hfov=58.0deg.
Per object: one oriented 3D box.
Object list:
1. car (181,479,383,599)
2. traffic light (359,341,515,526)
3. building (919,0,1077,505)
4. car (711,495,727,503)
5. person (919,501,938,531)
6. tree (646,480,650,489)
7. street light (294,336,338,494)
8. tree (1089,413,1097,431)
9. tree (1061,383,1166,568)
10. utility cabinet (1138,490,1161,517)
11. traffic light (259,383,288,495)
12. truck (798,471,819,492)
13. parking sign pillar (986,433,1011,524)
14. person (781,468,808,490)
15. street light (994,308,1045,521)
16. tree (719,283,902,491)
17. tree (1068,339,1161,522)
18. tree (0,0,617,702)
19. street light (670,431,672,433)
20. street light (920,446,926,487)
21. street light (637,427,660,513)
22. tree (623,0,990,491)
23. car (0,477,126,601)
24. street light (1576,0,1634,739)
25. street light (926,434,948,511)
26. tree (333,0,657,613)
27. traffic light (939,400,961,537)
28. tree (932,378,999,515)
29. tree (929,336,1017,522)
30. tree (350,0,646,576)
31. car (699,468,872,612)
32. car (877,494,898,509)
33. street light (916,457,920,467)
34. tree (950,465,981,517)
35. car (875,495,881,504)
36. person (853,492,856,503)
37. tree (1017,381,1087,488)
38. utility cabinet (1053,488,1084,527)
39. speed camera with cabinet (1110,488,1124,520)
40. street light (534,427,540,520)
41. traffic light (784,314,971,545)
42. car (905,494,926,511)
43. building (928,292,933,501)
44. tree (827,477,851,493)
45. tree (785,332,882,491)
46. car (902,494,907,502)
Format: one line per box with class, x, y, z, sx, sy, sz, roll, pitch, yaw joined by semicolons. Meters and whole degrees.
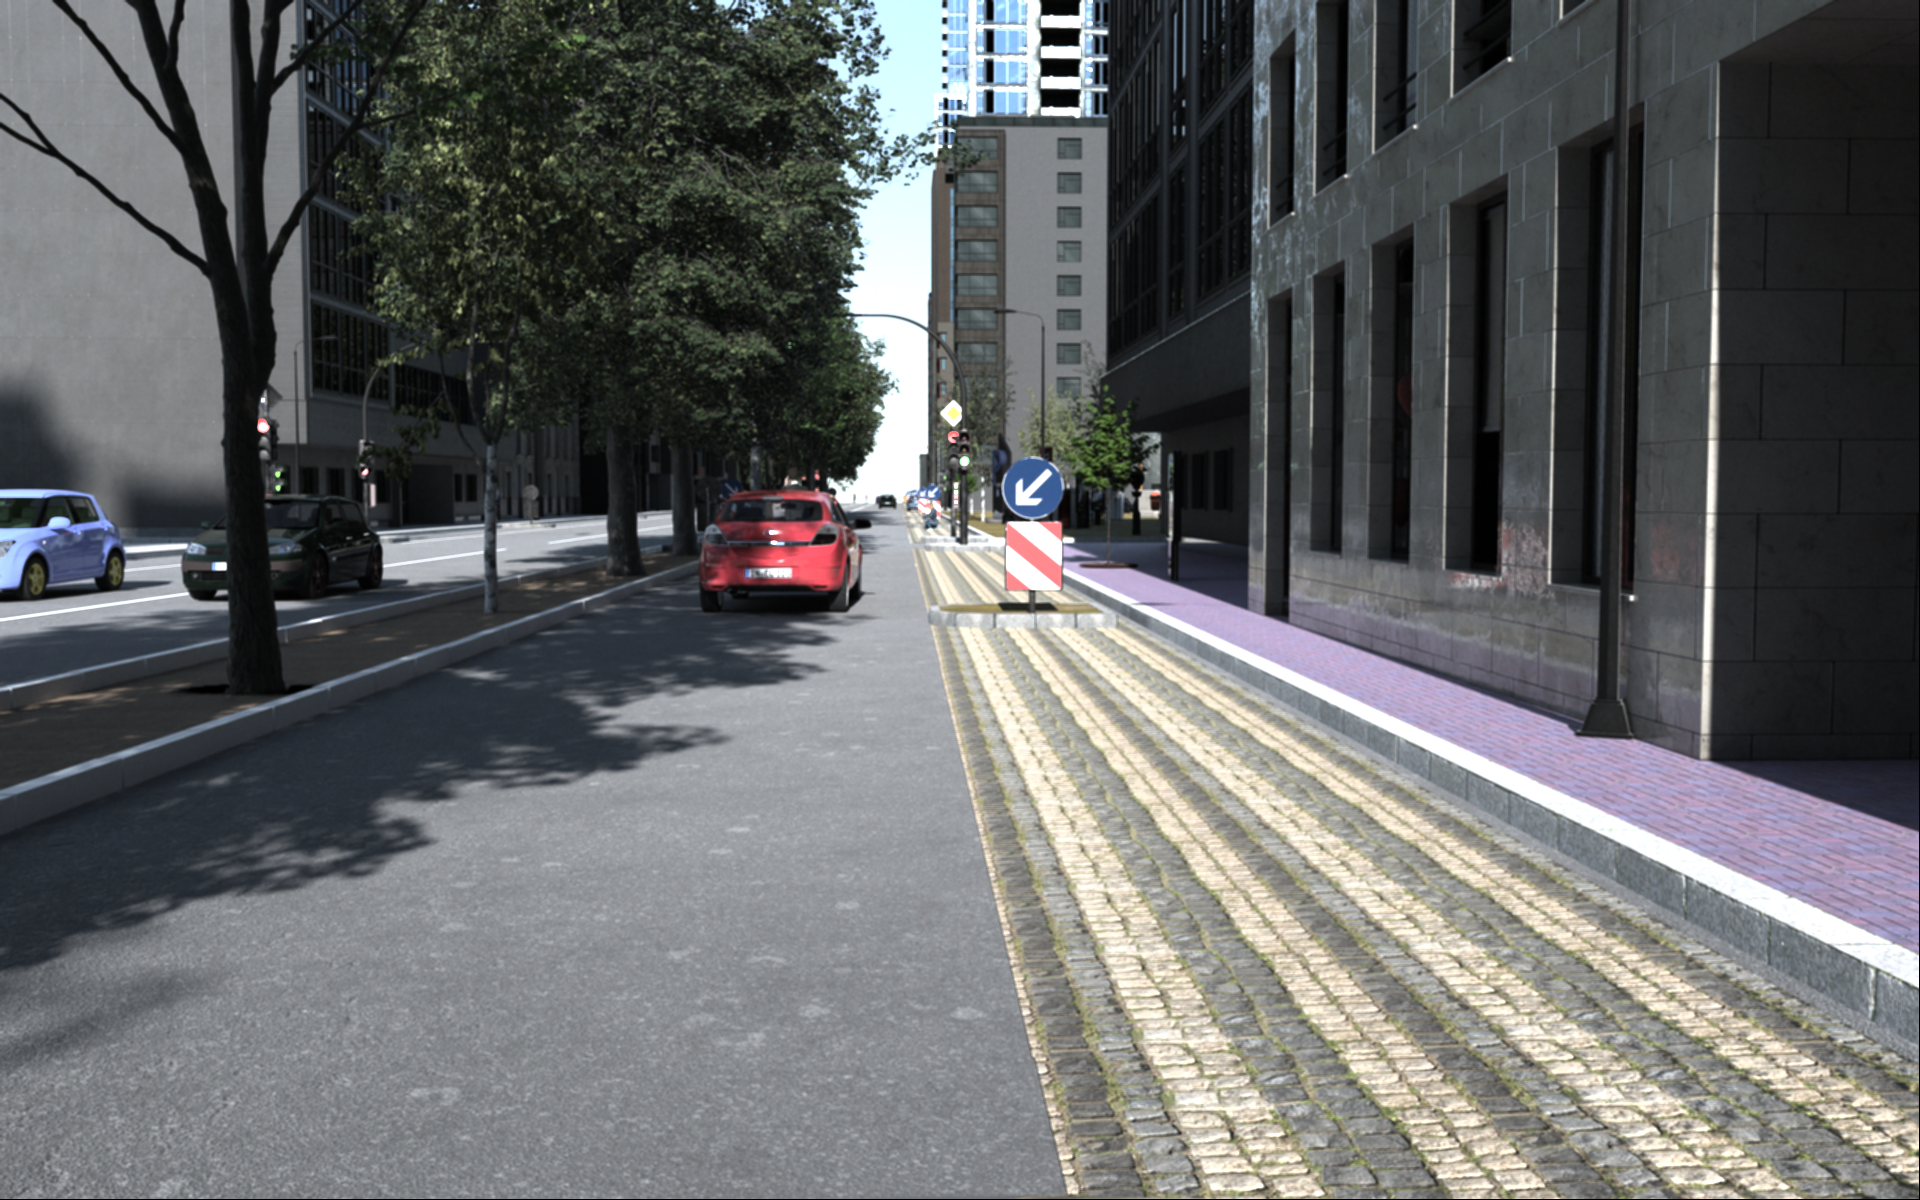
car;-9.627;-0.919;24.806;2.009;1.686;4.222;0;4;-2
traffic light;-15.474;-4.690;51.351;4.771;5.953;1.251;0;4;-2
building;4.931;-58.521;269.485;22.319;86.520;31.000;0;4;-2
car;-10.365;-4.011;77.577;2.014;1.417;4.499;0;4;-1
person;-1.202;-3.276;67.564;0.738;1.151;1.012;0;4;-4
tree;-23.298;-7.947;124.537;1.663;3.219;1.824;0;3;0
street light;-18.998;-4.804;51.083;1.470;5.913;1.316;0;4;-2
tree;7.670;-10.395;120.328;4.737;8.622;4.395;0;3;0
tree;2.565;-2.194;30.476;1.663;3.219;1.824;0;3;0
utility cabinet;10.242;-5.237;94.311;0.318;1.500;1.173;-3;5;-41
traffic light;-17.279;-3.324;43.262;0.839;4.253;0.868;0;4;-2
truck;-14.786;-11.400;175.308;2.839;4.237;11.283;0;4;-3
parking sign pillar;1.844;-5.350;75.946;1.447;3.967;1.447;-1;4;-18
person;-2.998;-1.434;31.308;0.474;1.900;0.648;2;4;28
street light;1.542;-4.340;43.494;1.470;5.913;1.316;0;4;-2
tree;-7.803;-10.404;89.563;9.611;12.733;9.660;0;3;0
tree;6.758;-7.833;78.436;4.360;8.622;3.978;0;3;0
tree;-5.177;-5.138;12.226;9.928;11.665;9.643;0;3;0
street light;-21.760;-9.483;127.590;1.470;5.913;1.316;0;4;-2
street light;-2.898;-12.012;168.932;1.470;5.913;1.316;0;4;-2
street light;-21.468;-8.949;118.855;1.470;5.913;1.316;0;4;-2
tree;-5.721;-12.197;57.767;12.611;20.169;13.585;0;3;0
car;-13.263;-0.899;24.289;1.945;1.707;3.694;0;4;-2
street light;2.907;-2.232;9.037;1.470;5.913;1.316;0;4;-2
street light;-1.678;-9.907;134.519;1.470;5.913;1.316;0;4;-2
tree;-5.664;-4.154;20.738;4.737;8.622;4.395;0;3;0
traffic light;-0.212;-3.850;51.870;0.839;4.253;0.868;0;4;-2
tree;0.496;-9.620;107.651;4.737;8.622;4.395;0;3;0
tree;0.859;-7.915;79.773;4.360;8.622;3.978;0;3;0
tree;-5.847;-7.382;29.808;9.857;13.997;8.962;0;3;0
car;-2.247;-0.820;22.448;2.155;1.783;4.494;0;3;0
car;-7.095;-9.768;169.500;2.009;1.686;4.222;0;4;-2
street light;-4.095;-14.107;203.190;1.470;5.913;1.316;0;4;-2
tree;0.116;-6.417;99.525;1.663;3.219;1.824;0;3;0
car;-11.325;-14.523;250.024;1.945;1.354;3.894;0;4;-3
person;-16.451;-16.068;271.740;0.617;1.759;0.750;-3;5;-40
tree;5.484;-10.012;114.052;4.737;8.622;4.395;0;3;0
utility cabinet;4.113;-3.494;65.799;1.173;1.500;0.318;0;4;2
speed camera with cabinet;7.763;-5.648;86.682;0.660;3.252;2.038;1;4;15
street light;-20.263;-6.876;84.968;1.470;5.913;1.316;0;4;-2
traffic light;-2.017;-4.221;43.675;4.771;5.953;1.251;0;4;-2
car;-3.530;-8.040;143.451;2.014;1.417;4.499;0;4;-3
building;2.380;-29.121;247.823;14.160;30.474;14.107;0;4;-2
tree;-9.507;-10.539;125.128;4.360;8.622;3.978;0;3;0
tree;-8.294;-10.863;98.188;7.486;12.596;7.792;0;3;0
car;-7.918;-15.704;266.982;2.015;1.641;3.980;0;4;-3
